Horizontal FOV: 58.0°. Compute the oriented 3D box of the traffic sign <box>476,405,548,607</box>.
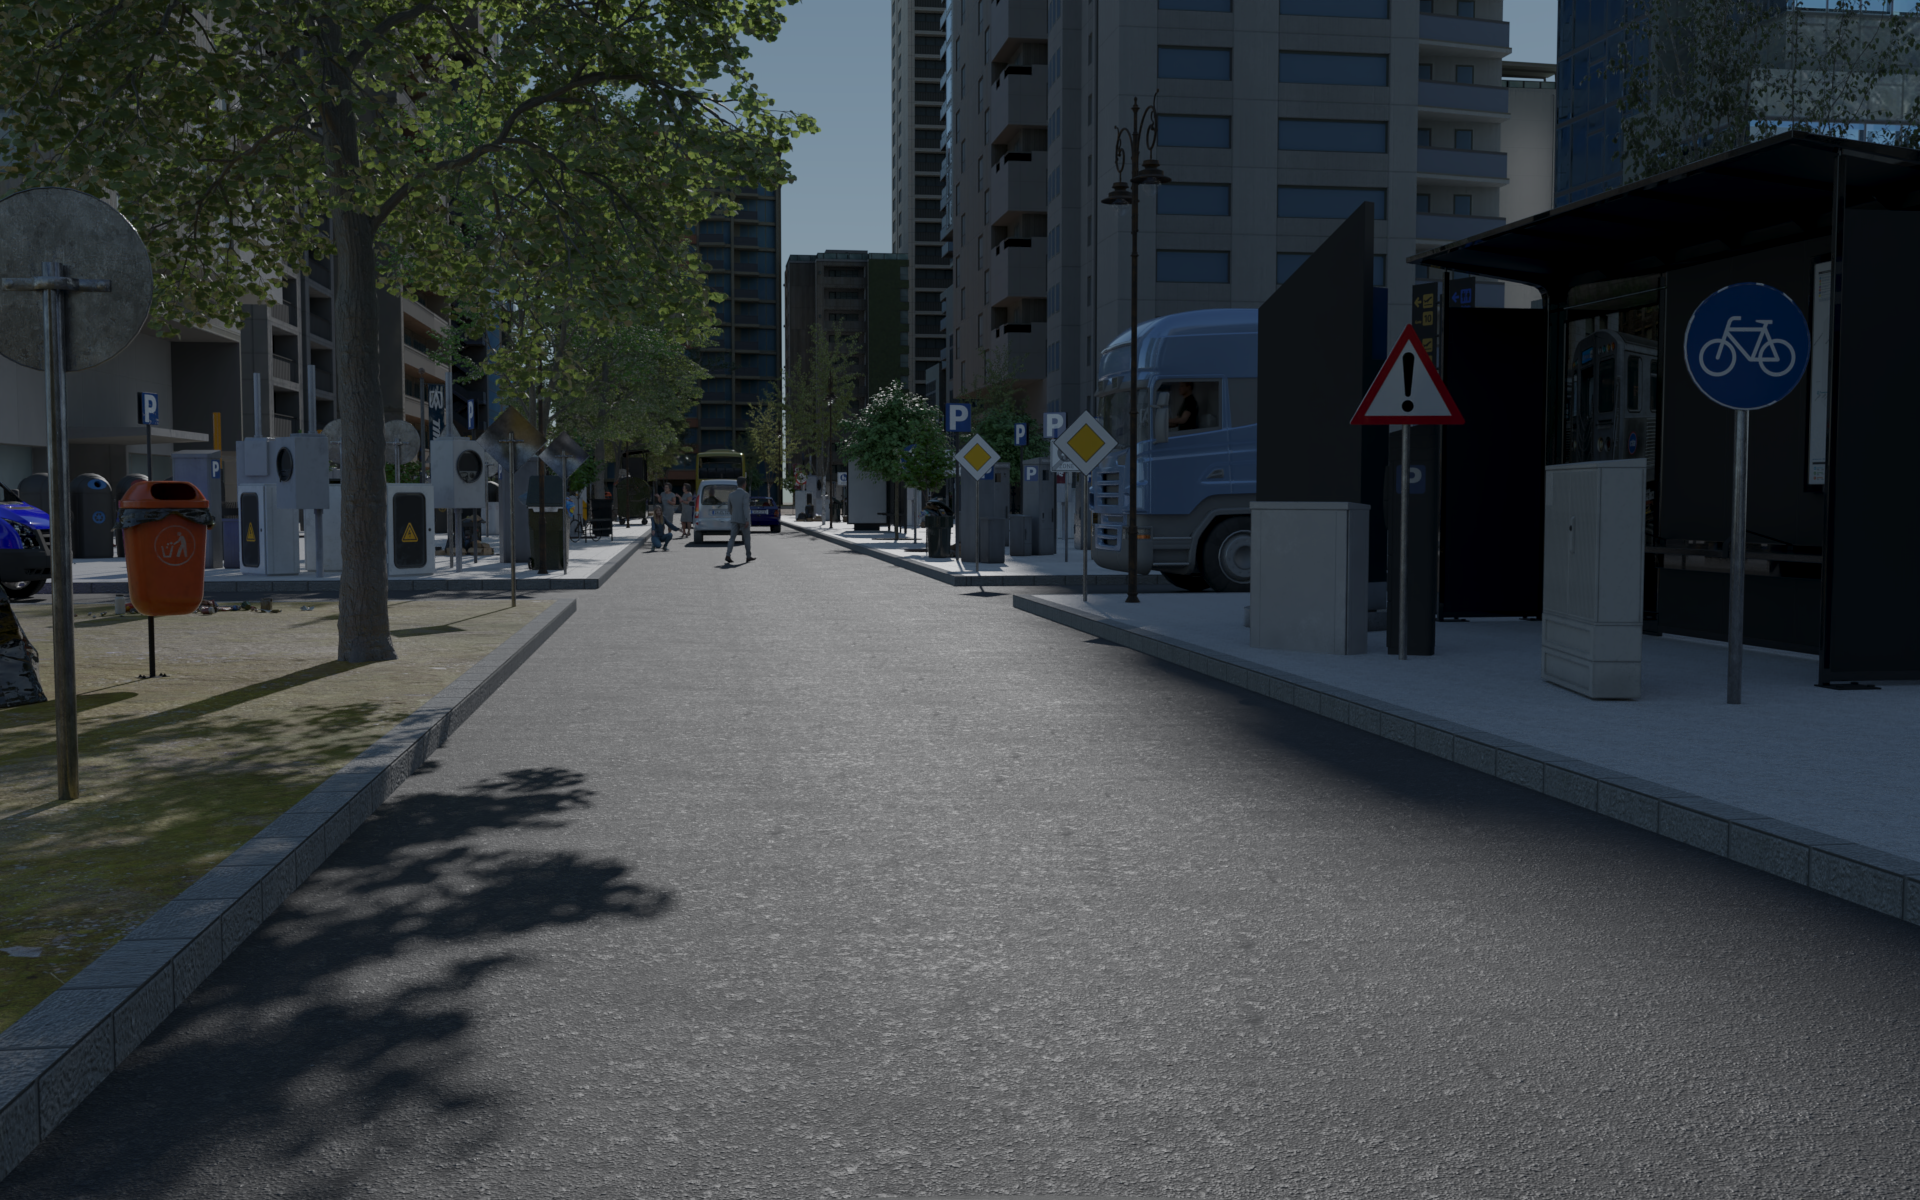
[{"bbox_3d":[-5.078,-0.980,19.659,0.795,2.450,0.064,-1,4,-9],"label":"traffic sign"}]

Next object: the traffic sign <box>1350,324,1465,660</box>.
[{"bbox_3d":[3.427,-0.815,13.334,0.884,2.594,0.081,0,4,-1],"label":"traffic sign"}]

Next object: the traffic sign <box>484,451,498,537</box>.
[{"bbox_3d":[-14.115,-3.153,51.651,0.768,2.556,0.104,0,4,1],"label":"traffic sign"}]

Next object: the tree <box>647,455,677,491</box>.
[{"bbox_3d":[-28.757,-13.326,168.237,4.360,8.622,3.978,0,3,0],"label":"tree"}]

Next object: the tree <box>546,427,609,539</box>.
[{"bbox_3d":[-11.170,-3.390,50.033,1.663,3.219,1.824,0,3,0],"label":"tree"}]

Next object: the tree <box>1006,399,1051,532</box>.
[{"bbox_3d":[1.643,-4.650,59.737,4.285,4.588,4.351,0,3,0],"label":"tree"}]

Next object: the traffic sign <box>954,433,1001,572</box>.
[{"bbox_3d":[0.281,-1.523,28.537,0.795,2.450,0.064,-1,4,-9],"label":"traffic sign"}]

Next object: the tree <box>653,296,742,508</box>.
[{"bbox_3d":[-26.614,-18.413,156.937,12.611,20.169,13.585,0,3,0],"label":"tree"}]

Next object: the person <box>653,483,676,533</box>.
[{"bbox_3d":[-9.151,-2.728,53.458,0.716,1.782,0.532,1,4,13],"label":"person"}]

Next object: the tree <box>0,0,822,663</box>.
[{"bbox_3d":[-5.047,-5.808,13.082,7.486,12.596,7.792,0,3,0],"label":"tree"}]

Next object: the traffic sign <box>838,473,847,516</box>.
[{"bbox_3d":[-5.468,-4.868,81.727,0.606,2.300,0.079,0,4,-2],"label":"traffic sign"}]

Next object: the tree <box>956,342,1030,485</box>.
[{"bbox_3d":[1.566,-8.121,83.139,4.737,8.622,4.395,0,3,0],"label":"tree"}]

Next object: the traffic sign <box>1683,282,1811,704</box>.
[{"bbox_3d":[4.737,-0.637,10.522,0.768,2.556,0.104,0,4,-1],"label":"traffic sign"}]

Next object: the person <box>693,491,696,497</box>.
[{"bbox_3d":[-24.100,-9.104,158.019,0.621,1.740,0.551,3,5,40],"label":"person"}]

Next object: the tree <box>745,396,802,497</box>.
[{"bbox_3d":[-14.162,-10.965,129.641,4.360,8.622,3.978,0,3,0],"label":"tree"}]

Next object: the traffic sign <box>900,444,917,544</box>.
[{"bbox_3d":[-1.148,-2.709,44.405,0.768,2.556,0.104,0,4,-1],"label":"traffic sign"}]

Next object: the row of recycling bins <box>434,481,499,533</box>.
[{"bbox_3d":[-15.730,-3.018,56.451,3.534,1.692,1.069,2,4,26],"label":"row of recycling bins"}]

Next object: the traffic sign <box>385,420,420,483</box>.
[{"bbox_3d":[-9.646,-1.811,29.720,0.768,2.556,0.104,0,4,-3],"label":"traffic sign"}]

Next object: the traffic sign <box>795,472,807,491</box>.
[{"bbox_3d":[-8.760,-5.855,95.827,0.768,2.556,0.104,-1,4,-8],"label":"traffic sign"}]

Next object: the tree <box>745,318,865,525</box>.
[{"bbox_3d":[-5.834,-7.449,72.149,4.737,8.622,4.395,0,3,0],"label":"tree"}]

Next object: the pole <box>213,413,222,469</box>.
[{"bbox_3d":[-18.594,-3.032,43.419,0.158,3.312,0.155,0,3,0],"label":"pole"}]

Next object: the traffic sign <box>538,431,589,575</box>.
[{"bbox_3d":[-6.290,-1.462,27.552,0.795,2.450,0.064,-1,4,-9],"label":"traffic sign"}]

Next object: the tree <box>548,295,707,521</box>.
[{"bbox_3d":[-15.902,-8.949,80.723,7.601,10.594,8.767,1,4,17],"label":"tree"}]

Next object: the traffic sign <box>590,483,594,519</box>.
[{"bbox_3d":[-15.712,-4.378,73.708,0.606,2.300,0.079,0,4,-6],"label":"traffic sign"}]

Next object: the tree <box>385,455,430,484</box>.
[{"bbox_3d":[-16.882,-3.556,52.742,1.663,3.219,1.824,0,3,0],"label":"tree"}]

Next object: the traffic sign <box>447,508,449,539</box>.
[{"bbox_3d":[-13.897,-2.870,47.027,0.768,2.556,0.104,0,4,-1],"label":"traffic sign"}]

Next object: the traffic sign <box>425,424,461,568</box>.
[{"bbox_3d":[-8.842,-1.838,30.060,0.884,2.594,0.081,0,4,1],"label":"traffic sign"}]

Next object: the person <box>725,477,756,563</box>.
[{"bbox_3d":[-4.626,-1.684,36.313,0.678,1.792,0.850,2,4,31],"label":"person"}]

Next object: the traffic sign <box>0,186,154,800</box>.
[{"bbox_3d":[-3.753,-0.435,7.213,0.768,2.556,0.104,0,4,-8],"label":"traffic sign"}]

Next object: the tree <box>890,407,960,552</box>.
[{"bbox_3d":[-0.801,-2.693,38.636,1.663,3.219,1.824,0,3,0],"label":"tree"}]

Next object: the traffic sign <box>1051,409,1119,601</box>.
[{"bbox_3d":[1.493,-1.040,20.644,0.795,2.450,0.064,-1,4,-9],"label":"traffic sign"}]

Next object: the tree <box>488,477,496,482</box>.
[{"bbox_3d":[-20.684,-4.859,74.042,1.663,3.219,1.824,0,3,0],"label":"tree"}]

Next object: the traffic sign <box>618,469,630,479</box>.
[{"bbox_3d":[-16.999,-5.331,87.273,0.768,2.556,0.104,0,4,-6],"label":"traffic sign"}]

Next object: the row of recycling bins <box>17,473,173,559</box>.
[{"bbox_3d":[-17.082,-1.702,34.939,1.069,1.692,3.534,3,5,42],"label":"row of recycling bins"}]

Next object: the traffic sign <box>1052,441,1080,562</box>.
[{"bbox_3d":[2.004,-1.862,32.578,0.606,2.300,0.079,0,4,0],"label":"traffic sign"}]

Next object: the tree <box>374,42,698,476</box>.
[{"bbox_3d":[-9.859,-7.013,40.419,9.928,11.665,9.643,0,3,0],"label":"tree"}]

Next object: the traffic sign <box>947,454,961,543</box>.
[{"bbox_3d":[-0.087,-2.331,40.241,0.606,2.300,0.079,0,4,-6],"label":"traffic sign"}]

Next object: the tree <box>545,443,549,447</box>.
[{"bbox_3d":[-23.827,-6.874,96.108,4.285,4.588,4.351,0,3,0],"label":"tree"}]

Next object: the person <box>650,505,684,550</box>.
[{"bbox_3d":[-7.499,-1.833,43.973,1.012,1.151,0.738,-2,4,-33],"label":"person"}]

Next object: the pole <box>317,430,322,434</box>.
[{"bbox_3d":[-20.295,-3.744,55.055,0.158,3.312,0.155,0,3,0],"label":"pole"}]

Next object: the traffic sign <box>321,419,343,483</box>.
[{"bbox_3d":[-10.409,-1.781,29.228,0.768,2.556,0.104,0,4,-3],"label":"traffic sign"}]

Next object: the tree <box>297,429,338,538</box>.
[{"bbox_3d":[-19.582,-3.470,51.334,1.663,3.219,1.824,0,3,0],"label":"tree"}]

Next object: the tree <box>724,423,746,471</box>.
[{"bbox_3d":[-20.797,-13.422,169.817,4.737,8.622,4.395,0,3,0],"label":"tree"}]

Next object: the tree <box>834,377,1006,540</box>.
[{"bbox_3d":[-1.694,-3.960,48.464,4.285,4.588,4.351,0,3,0],"label":"tree"}]

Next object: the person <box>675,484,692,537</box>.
[{"bbox_3d":[-9.183,-2.970,57.418,0.532,1.782,0.716,-2,4,-34],"label":"person"}]

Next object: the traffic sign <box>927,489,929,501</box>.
[{"bbox_3d":[-1.159,-3.680,62.291,0.606,2.300,0.079,0,4,-3],"label":"traffic sign"}]
